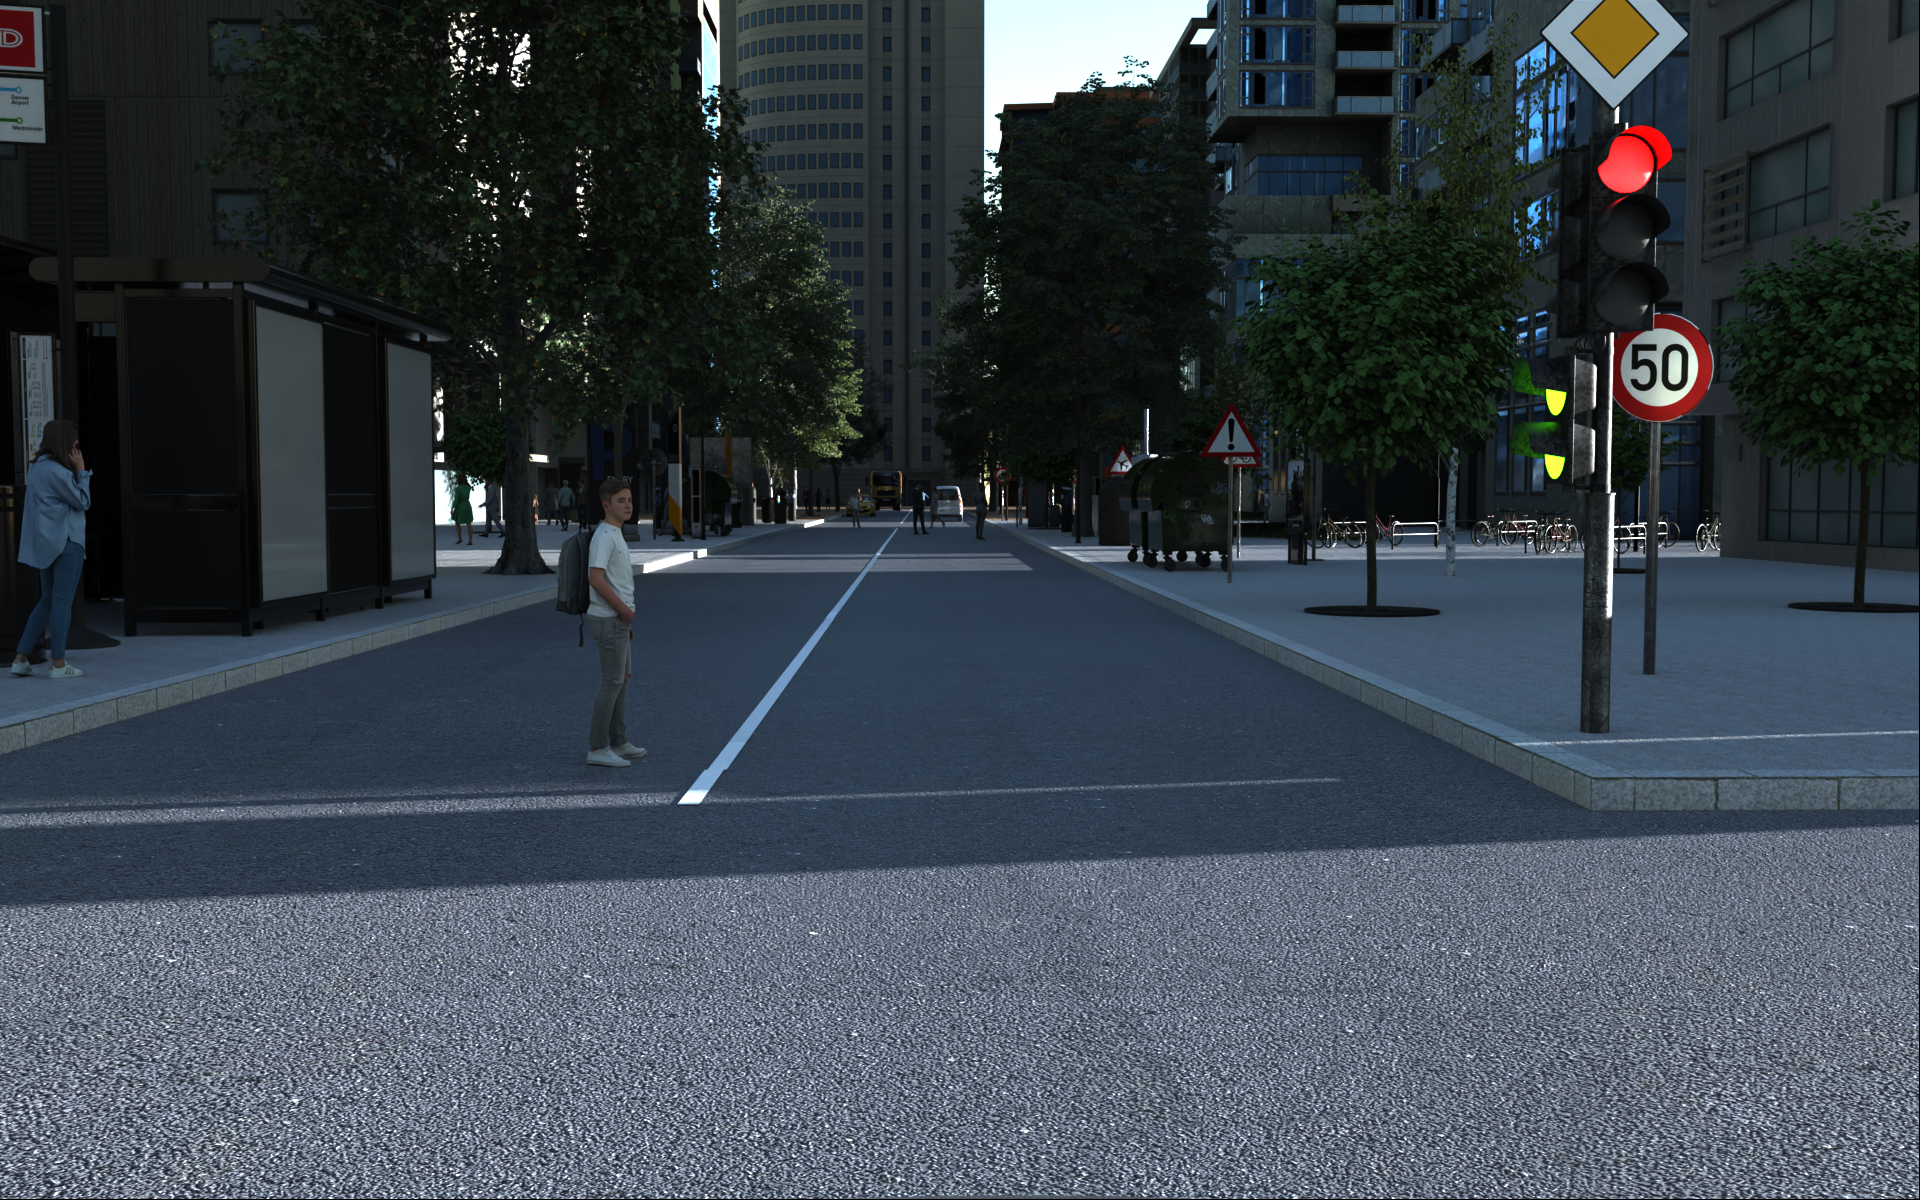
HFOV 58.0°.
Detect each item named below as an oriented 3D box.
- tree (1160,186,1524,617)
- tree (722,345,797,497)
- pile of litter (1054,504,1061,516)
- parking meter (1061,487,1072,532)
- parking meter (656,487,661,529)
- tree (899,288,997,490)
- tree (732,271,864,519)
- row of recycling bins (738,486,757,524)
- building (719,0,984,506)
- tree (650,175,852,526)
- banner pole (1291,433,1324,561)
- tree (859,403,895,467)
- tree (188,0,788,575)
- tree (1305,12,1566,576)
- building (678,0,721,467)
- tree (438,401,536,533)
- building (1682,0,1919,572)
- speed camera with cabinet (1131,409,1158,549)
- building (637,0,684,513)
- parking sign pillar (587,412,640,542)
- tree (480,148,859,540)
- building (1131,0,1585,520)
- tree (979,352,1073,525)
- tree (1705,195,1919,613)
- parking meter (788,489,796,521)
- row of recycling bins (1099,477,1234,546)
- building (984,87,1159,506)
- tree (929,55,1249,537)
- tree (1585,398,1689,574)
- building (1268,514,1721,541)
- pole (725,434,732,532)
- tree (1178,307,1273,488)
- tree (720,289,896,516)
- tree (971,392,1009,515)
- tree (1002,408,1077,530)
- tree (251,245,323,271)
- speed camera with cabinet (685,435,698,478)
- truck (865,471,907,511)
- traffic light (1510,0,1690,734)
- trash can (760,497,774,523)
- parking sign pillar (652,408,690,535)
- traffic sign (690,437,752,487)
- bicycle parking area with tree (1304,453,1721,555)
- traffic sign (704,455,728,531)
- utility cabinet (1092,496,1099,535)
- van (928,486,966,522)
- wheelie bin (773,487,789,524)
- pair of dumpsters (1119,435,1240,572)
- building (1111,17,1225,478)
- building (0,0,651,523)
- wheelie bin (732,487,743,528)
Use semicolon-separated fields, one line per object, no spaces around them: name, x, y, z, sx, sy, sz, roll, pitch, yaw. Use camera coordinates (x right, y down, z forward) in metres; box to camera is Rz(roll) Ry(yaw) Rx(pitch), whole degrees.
tree;4.513;-2.138;18.669;4.285;4.588;4.351;0;3;0
tree;-8.905;-7.923;79.898;4.360;8.622;3.978;0;3;0
pile of litter;4.378;-3.973;78.932;1.719;0.858;1.176;1;4;13
parking meter;3.598;-3.054;58.343;0.372;1.533;0.369;0;3;0
parking meter;-10.861;-3.295;62.291;0.372;1.533;0.369;0;3;0
tree;0.352;-18.674;161.214;12.611;20.169;13.585;0;3;0
tree;-8.501;-10.367;87.635;7.486;12.596;7.792;0;3;0
row of recycling bins;-9.787;-4.078;73.785;1.069;1.692;3.534;2;4;26
building;-11.712;-39.560;188.799;28.212;58.520;21.231;0;4;-1
tree;-8.771;-10.028;70.614;9.857;13.997;8.962;0;3;0
banner pole;6.604;-2.633;33.069;0.863;3.779;0.401;-2;4;-32
tree;-9.628;-12.502;138.819;8.767;10.594;7.601;1;4;13
tree;-7.207;-6.763;27.588;9.611;12.733;9.660;0;3;0
tree;7.656;-4.697;27.161;4.737;8.622;4.395;0;3;0
building;-27.411;-30.045;141.347;14.200;45.320;14.600;0;4;-1
tree;-15.577;-4.501;57.309;4.285;4.588;4.351;0;3;0
building;21.662;-21.034;27.501;14.086;41.232;14.154;0;4;-1
speed camera with cabinet;5.018;-2.805;40.204;2.038;3.252;0.660;2;4;31
building;-26.920;-26.576;118.106;14.154;41.232;14.086;0;4;-1
parking sign pillar;-9.416;-3.575;46.918;1.447;3.967;1.447;-1;4;-21
tree;-8.152;-6.453;39.923;8.767;10.594;7.601;2;4;29
building;23.987;-48.692;108.781;22.319;86.520;31.000;0;4;-1
tree;2.662;-7.450;72.162;4.737;8.622;4.395;0;3;0
tree;9.984;-2.172;19.222;4.285;4.588;4.351;0;3;0
parking meter;-7.942;-4.501;81.995;0.372;1.533;0.369;0;3;0
row of recycling bins;5.221;-2.225;43.490;3.534;1.692;1.069;-1;4;-16
building;17.125;-32.698;189.244;28.867;44.769;22.147;0;4;-1
tree;3.652;-8.883;51.898;9.857;13.997;8.962;0;3;0
tree;10.754;-2.068;28.411;1.663;3.219;1.824;0;3;0
building;25.415;-45.730;60.356;22.319;86.520;31.000;0;4;-1
pole;-7.907;-3.994;59.140;0.158;3.312;0.155;0;3;0
tree;10.357;-7.076;66.050;4.737;8.622;4.395;0;3;0
tree;-8.563;-11.601;100.041;12.009;13.543;11.850;0;3;0
tree;2.445;-9.445;104.784;4.360;8.622;3.978;0;3;0
tree;3.275;-4.860;63.180;4.285;4.588;4.351;0;3;0
tree;-19.877;-6.206;51.838;4.737;8.622;4.395;0;3;0
speed camera with cabinet;-9.163;-3.862;57.482;0.660;3.252;2.038;1;4;15
truck;-6.317;-9.318;148.270;3.469;3.379;9.791;0;4;-2
traffic light;3.408;-1.242;9.234;0.839;4.253;0.868;0;4;-1
trash can;-8.456;-3.966;76.492;0.748;1.137;0.748;0;3;0
parking sign pillar;-9.040;-4.064;54.917;1.447;3.967;1.447;1;4;14
traffic sign;-8.610;-4.184;62.274;2.265;3.308;0.079;0;4;7
bicycle parking area with tree;13.258;-3.267;40.423;9.016;4.147;8.231;-2;4;-27
traffic sign;-7.937;-3.440;56.352;0.768;2.556;0.104;0;4;1
utility cabinet;4.405;-2.680;54.975;0.306;1.237;1.020;-1;4;-9
van;-0.686;-5.154;91.284;2.013;2.044;4.112;0;3;0
wheelie bin;-7.712;-4.079;74.597;0.693;1.594;0.980;0;4;-7
pair of dumpsters;3.836;-1.718;30.588;1.574;2.255;4.437;0;4;-1
building;28.809;-27.270;137.748;32.217;40.220;23.993;0;4;-1
building;-32.442;-31.049;96.882;28.713;52.752;27.495;0;4;-1
wheelie bin;-8.714;-3.531;65.642;0.980;1.594;0.693;-3;5;-42
